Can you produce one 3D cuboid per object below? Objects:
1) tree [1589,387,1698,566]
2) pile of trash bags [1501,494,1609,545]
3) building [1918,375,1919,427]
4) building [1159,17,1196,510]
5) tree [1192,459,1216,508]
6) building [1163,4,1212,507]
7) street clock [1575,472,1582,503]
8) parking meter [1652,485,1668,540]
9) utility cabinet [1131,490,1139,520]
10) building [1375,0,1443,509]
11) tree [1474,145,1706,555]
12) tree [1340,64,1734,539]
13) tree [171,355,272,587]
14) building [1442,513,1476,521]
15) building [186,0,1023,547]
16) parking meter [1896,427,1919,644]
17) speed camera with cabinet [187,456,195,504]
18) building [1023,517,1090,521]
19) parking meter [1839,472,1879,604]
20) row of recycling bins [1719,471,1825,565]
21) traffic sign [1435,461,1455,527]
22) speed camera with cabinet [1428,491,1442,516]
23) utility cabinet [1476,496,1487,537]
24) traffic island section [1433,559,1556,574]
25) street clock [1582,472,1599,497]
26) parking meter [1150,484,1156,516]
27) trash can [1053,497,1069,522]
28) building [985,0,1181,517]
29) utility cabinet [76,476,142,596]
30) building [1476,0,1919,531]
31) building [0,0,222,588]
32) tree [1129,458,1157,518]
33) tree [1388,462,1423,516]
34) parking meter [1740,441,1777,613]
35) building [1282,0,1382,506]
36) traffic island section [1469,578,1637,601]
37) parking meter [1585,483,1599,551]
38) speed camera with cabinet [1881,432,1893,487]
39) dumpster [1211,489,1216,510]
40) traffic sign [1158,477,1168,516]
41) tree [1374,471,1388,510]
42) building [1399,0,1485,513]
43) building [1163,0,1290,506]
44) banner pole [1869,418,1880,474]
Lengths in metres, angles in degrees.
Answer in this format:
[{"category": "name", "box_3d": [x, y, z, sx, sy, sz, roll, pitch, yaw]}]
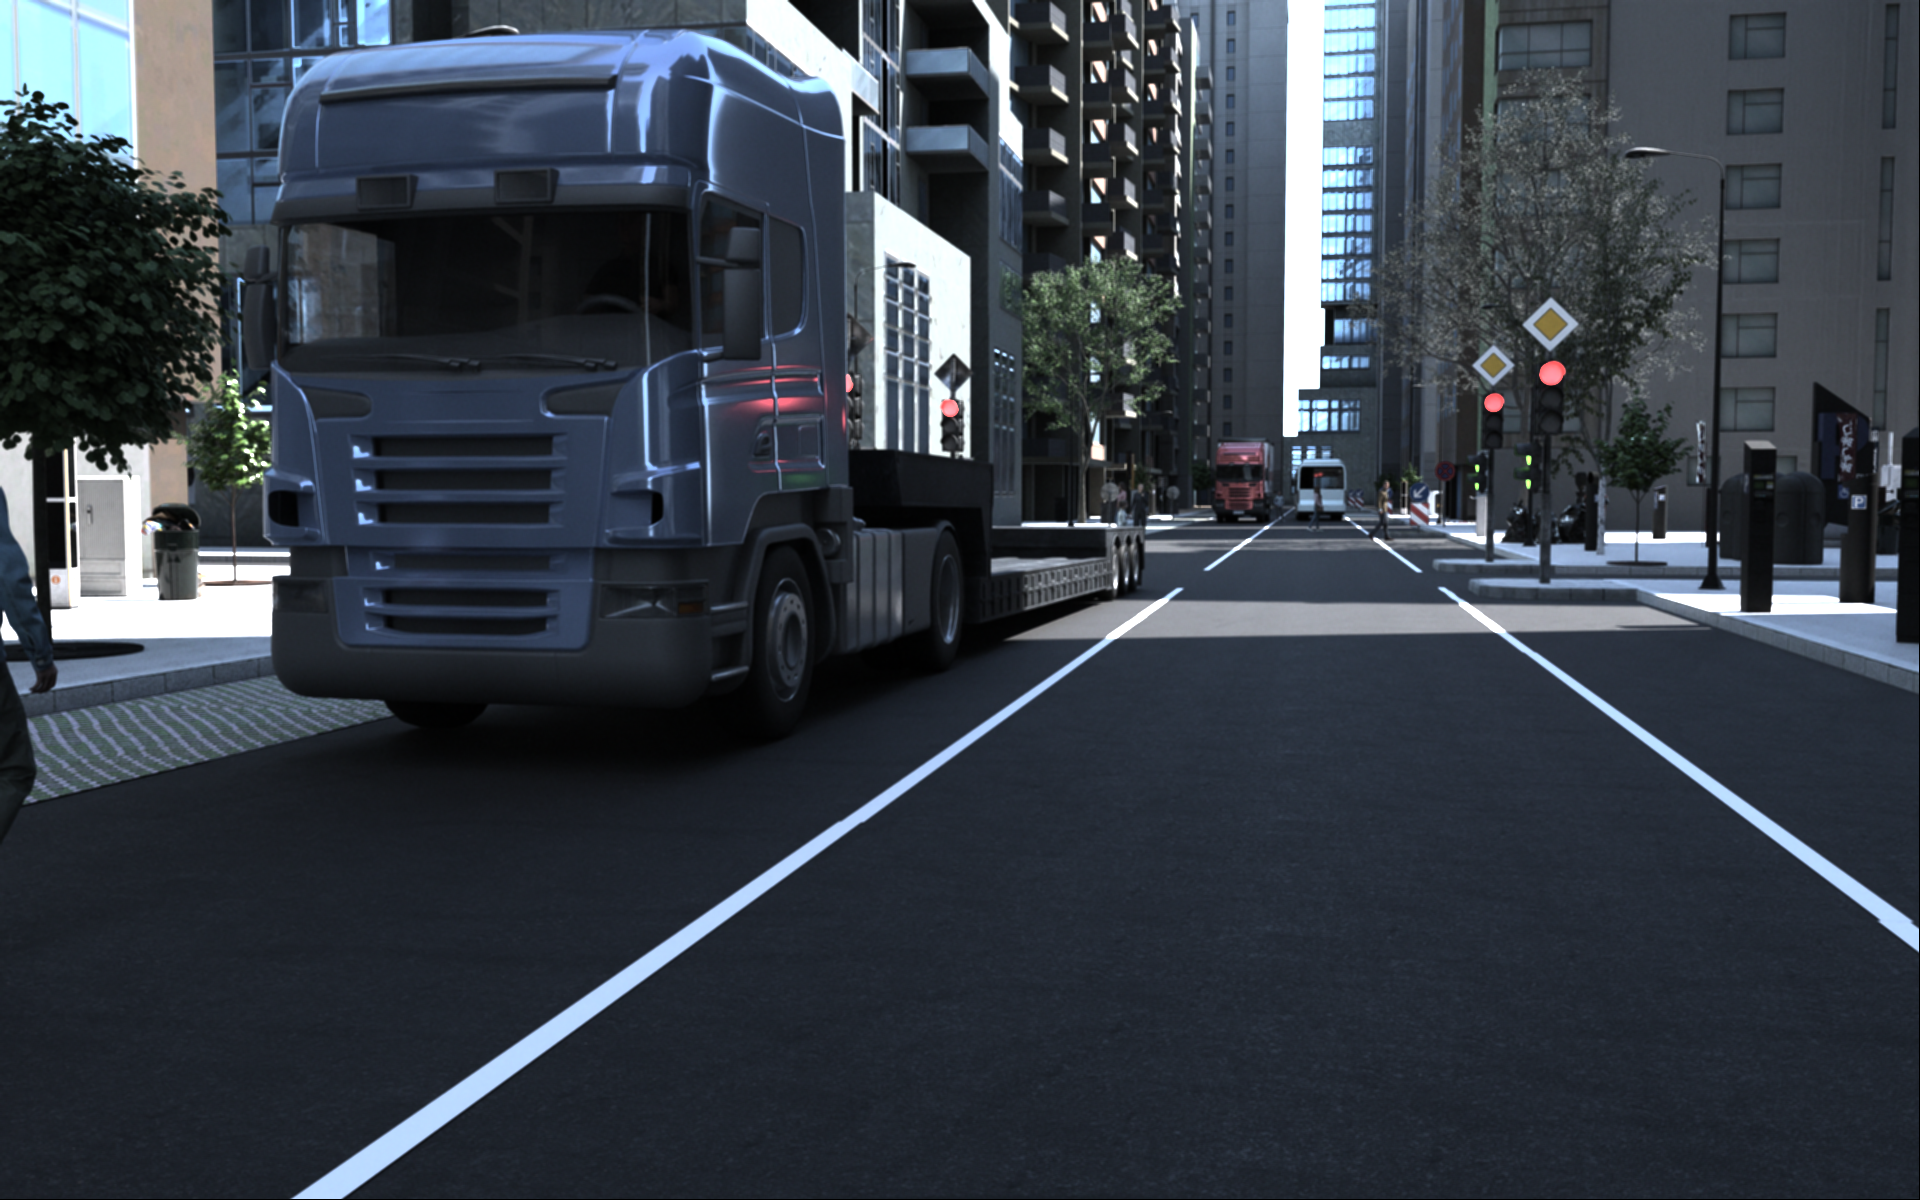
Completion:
[{"category": "tree", "box_3d": [12.181, -2.250, 31.395, 1.663, 3.219, 1.824, 0, 3, 0]}, {"category": "pile of trash bags", "box_3d": [15.554, -2.138, 44.707, 1.912, 1.369, 3.447, -1, 4, -16]}, {"category": "building", "box_3d": [97.057, -30.714, 156.796, 28.867, 44.769, 22.147, 1, 4, 12]}, {"category": "building", "box_3d": [12.167, -28.264, 145.713, 14.154, 41.232, 14.086, 1, 4, 12]}, {"category": "tree", "box_3d": [21.690, -10.606, 157.126, 4.285, 4.588, 4.351, 0, 3, 0]}, {"category": "building", "box_3d": [9.432, -33.860, 173.213, 30.456, 49.044, 23.786, 1, 4, 12]}, {"category": "street clock", "box_3d": [20.642, -3.244, 57.603, 0.358, 2.002, 0.471, 0, 4, -2]}, {"category": "parking meter", "box_3d": [19.808, -2.484, 49.020, 0.372, 1.533, 0.369, 0, 3, 0]}, {"category": "utility cabinet", "box_3d": [8.769, -4.753, 86.389, 0.318, 1.500, 1.173, 1, 4, 17]}, {"category": "building", "box_3d": [50.144, -37.952, 162.508, 21.231, 58.520, 28.212, 1, 4, 12]}, {"category": "tree", "box_3d": [13.382, -5.272, 36.553, 4.360, 8.622, 3.978, 0, 3, 0]}, {"category": "tree", "box_3d": [16.172, -8.478, 48.992, 12.009, 13.543, 11.850, 0, 3, 0]}, {"category": "tree", "box_3d": [-10.167, -1.813, 24.250, 1.663, 3.219, 1.824, 0, 3, 0]}, {"category": "building", "box_3d": [31.806, -26.714, 86.879, 14.600, 45.320, 14.200, 1, 4, 12]}, {"category": "building", "box_3d": [-9.654, -45.217, 51.966, 22.319, 86.520, 31.000, 1, 4, 12]}, {"category": "parking meter", "box_3d": [8.288, -0.564, 14.939, 0.255, 1.863, 0.399, 3, 5, 44]}, {"category": "speed camera with cabinet", "box_3d": [-17.723, -2.704, 38.551, 0.660, 3.252, 2.038, 0, 4, -1]}, {"category": "building", "box_3d": [-2.058, -26.913, 94.656, 22.147, 44.769, 28.867, 1, 4, 12]}, {"category": "parking meter", "box_3d": [10.597, -0.735, 20.424, 0.372, 1.533, 0.369, 0, 3, 0]}, {"category": "row of recycling bins", "box_3d": [15.394, -1.583, 32.992, 1.069, 1.692, 3.534, 0, 4, 5]}, {"category": "traffic sign", "box_3d": [18.807, -4.104, 67.204, 0.768, 2.556, 0.104, 1, 4, 13]}, {"category": "speed camera with cabinet", "box_3d": [28.414, -6.542, 101.303, 2.038, 3.252, 0.660, -1, 4, -17]}, {"category": "utility cabinet", "box_3d": [15.665, -2.502, 52.066, 0.306, 1.237, 1.020, 1, 4, 18]}, {"category": "traffic island section", "box_3d": [10.021, -0.638, 32.706, 2.009, 0.180, 2.903, 1, 4, 12]}, {"category": "street clock", "box_3d": [20.461, -3.143, 55.965, 0.358, 2.002, 0.471, 0, 4, -3]}, {"category": "parking meter", "box_3d": [11.175, -5.811, 100.718, 0.399, 1.863, 0.255, -3, 5, -43]}, {"category": "trash can", "box_3d": [4.632, -4.134, 79.251, 0.748, 1.137, 0.748, 0, 3, 0]}, {"category": "building", "box_3d": [4.185, -28.791, 125.352, 22.147, 44.769, 28.867, 1, 4, 12]}, {"category": "utility cabinet", "box_3d": [-10.884, -0.796, 21.687, 1.173, 1.500, 0.318, 1, 4, 11]}, {"category": "building", "box_3d": [26.996, -23.354, 65.426, 14.154, 41.232, 14.086, 1, 4, 12]}, {"category": "building", "box_3d": [-19.883, -22.658, 20.571, 14.200, 45.320, 14.600, 1, 4, 12]}, {"category": "tree", "box_3d": [9.748, -5.998, 92.669, 1.663, 3.219, 1.824, 0, 3, 0]}, {"category": "tree", "box_3d": [26.851, -6.680, 103.823, 1.663, 3.219, 1.824, 0, 3, 0]}, {"category": "parking meter", "box_3d": [8.661, -0.800, 18.794, 0.255, 1.863, 0.399, 1, 4, 11]}, {"category": "building", "box_3d": [53.045, -54.076, 196.819, 31.000, 86.520, 22.319, 1, 4, 12]}, {"category": "traffic island section", "box_3d": [8.422, -0.159, 24.882, 2.009, 0.180, 2.903, 1, 4, 12]}, {"category": "parking meter", "box_3d": [14.339, -1.881, 39.164, 0.372, 1.533, 0.369, 0, 3, 0]}, {"category": "speed camera with cabinet", "box_3d": [29.941, -3.694, 54.728, 0.660, 3.252, 2.038, 0, 4, -3]}, {"category": "dumpster", "box_3d": [20.701, -7.829, 136.218, 1.865, 1.857, 1.264, 1, 4, 13]}, {"category": "traffic sign", "box_3d": [12.073, -6.187, 103.286, 0.606, 2.300, 0.079, 1, 4, 16]}, {"category": "tree", "box_3d": [33.059, -8.477, 133.202, 1.663, 3.219, 1.824, 0, 3, 0]}, {"category": "building", "box_3d": [43.971, -30.102, 142.280, 14.600, 45.320, 14.200, 1, 4, 12]}, {"category": "building", "box_3d": [23.872, -40.415, 202.778, 28.212, 58.520, 21.231, 1, 4, 12]}, {"category": "banner pole", "box_3d": [29.873, -4.084, 56.786, 0.401, 3.779, 0.863, 0, 4, -2]}]
